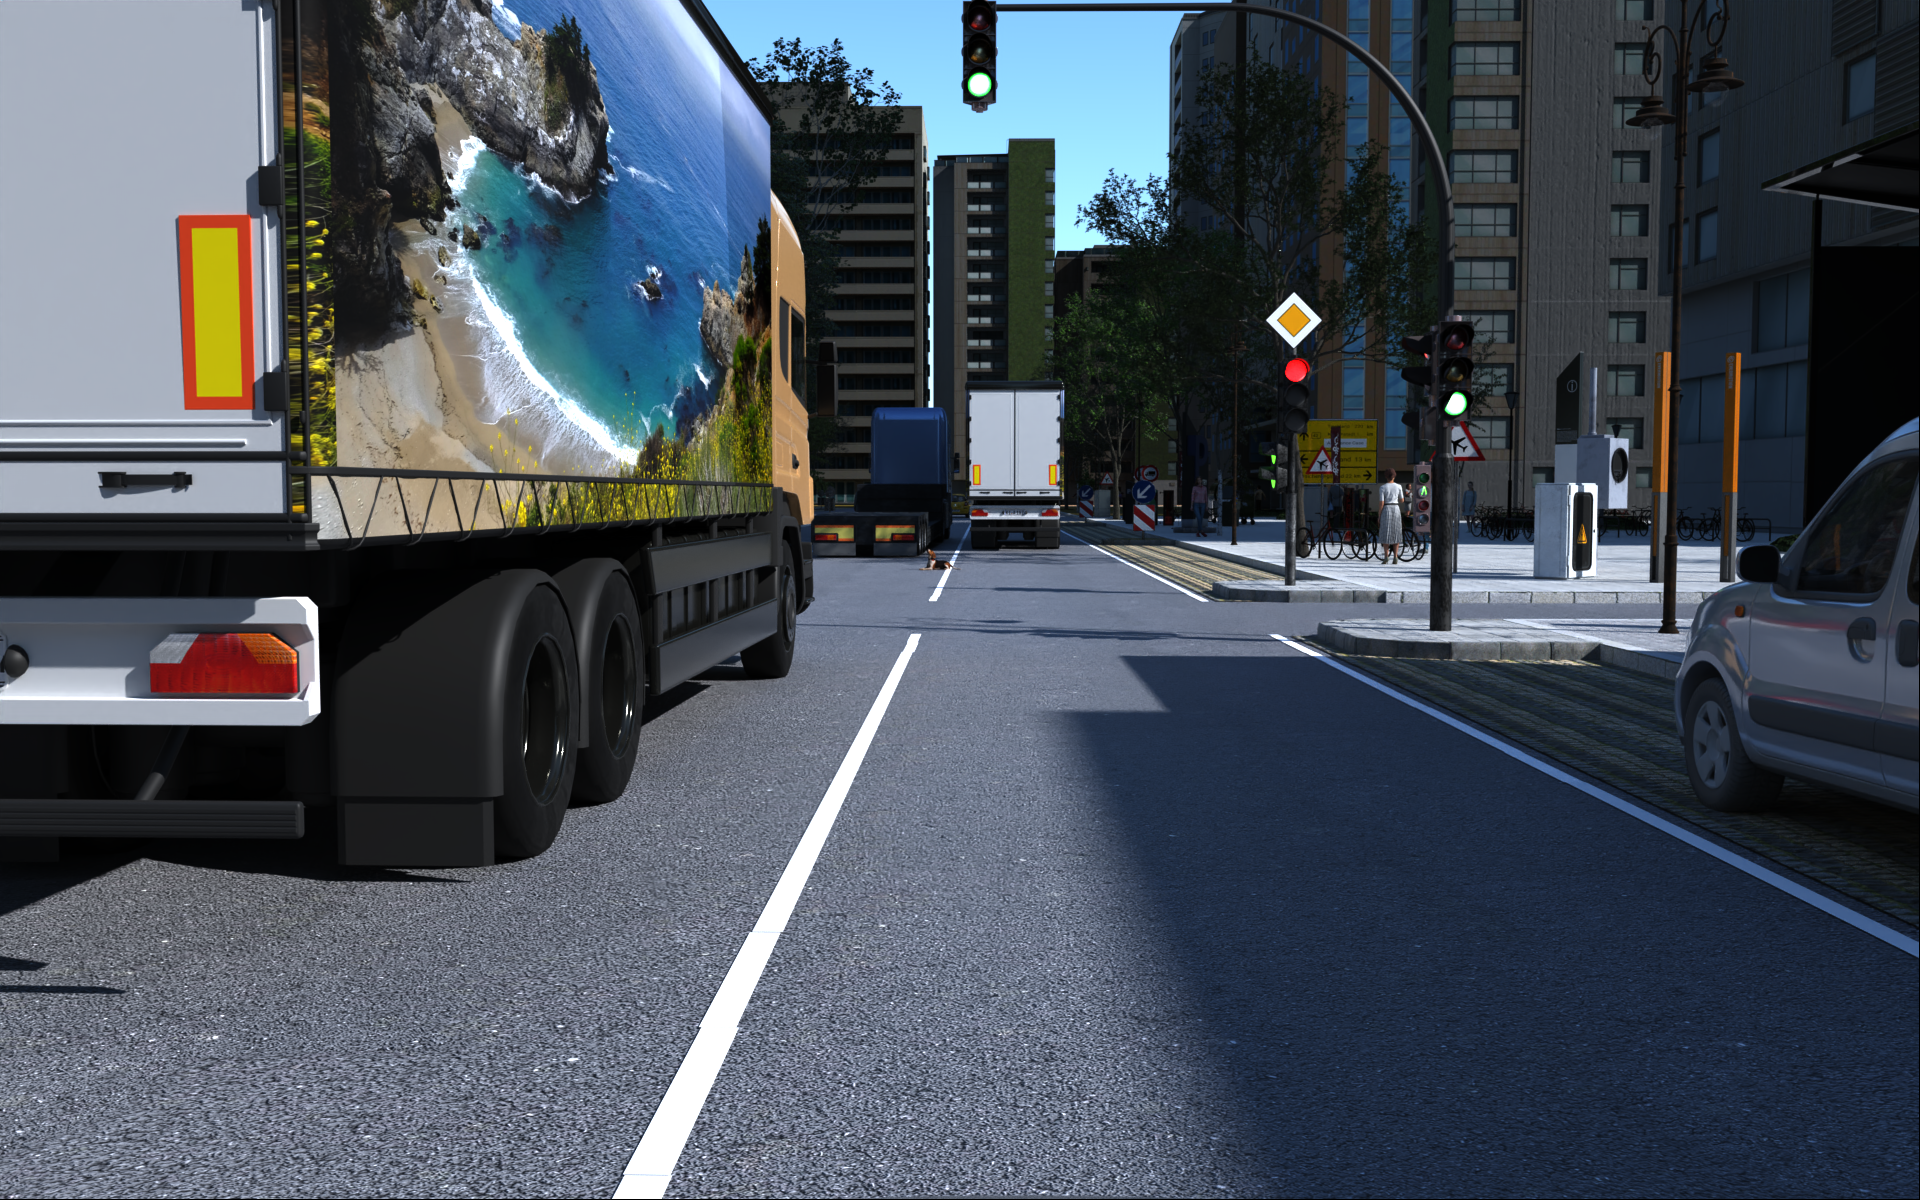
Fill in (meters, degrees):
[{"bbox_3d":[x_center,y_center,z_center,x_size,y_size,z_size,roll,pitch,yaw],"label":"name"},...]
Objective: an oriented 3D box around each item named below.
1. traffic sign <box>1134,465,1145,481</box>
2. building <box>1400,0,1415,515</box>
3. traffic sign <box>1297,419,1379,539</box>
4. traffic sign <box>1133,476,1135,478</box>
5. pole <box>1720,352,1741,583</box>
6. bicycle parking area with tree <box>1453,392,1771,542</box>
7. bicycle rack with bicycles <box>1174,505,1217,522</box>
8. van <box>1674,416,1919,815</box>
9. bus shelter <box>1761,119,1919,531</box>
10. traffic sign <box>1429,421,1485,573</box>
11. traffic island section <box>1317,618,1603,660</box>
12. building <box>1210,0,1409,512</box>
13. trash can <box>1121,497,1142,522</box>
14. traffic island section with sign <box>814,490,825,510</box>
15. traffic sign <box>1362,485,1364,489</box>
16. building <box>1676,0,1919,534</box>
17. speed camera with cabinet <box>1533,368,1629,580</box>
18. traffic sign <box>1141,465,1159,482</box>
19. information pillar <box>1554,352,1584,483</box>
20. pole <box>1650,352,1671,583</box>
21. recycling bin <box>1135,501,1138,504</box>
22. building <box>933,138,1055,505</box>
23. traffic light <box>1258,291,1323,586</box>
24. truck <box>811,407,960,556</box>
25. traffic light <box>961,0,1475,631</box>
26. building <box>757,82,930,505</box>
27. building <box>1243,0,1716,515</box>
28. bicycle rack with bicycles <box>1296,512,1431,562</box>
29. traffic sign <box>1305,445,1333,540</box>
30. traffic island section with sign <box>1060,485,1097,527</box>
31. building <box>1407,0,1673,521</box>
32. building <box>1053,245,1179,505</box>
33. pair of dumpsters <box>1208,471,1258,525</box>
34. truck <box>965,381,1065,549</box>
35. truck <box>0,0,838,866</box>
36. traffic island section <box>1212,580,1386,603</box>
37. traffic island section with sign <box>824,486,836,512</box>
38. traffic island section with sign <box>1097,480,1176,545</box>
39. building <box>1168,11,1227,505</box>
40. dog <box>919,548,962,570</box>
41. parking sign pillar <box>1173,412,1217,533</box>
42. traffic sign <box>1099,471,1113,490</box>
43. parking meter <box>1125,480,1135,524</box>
[{"bbox_3d":[8.103,-4.690,76.793,0.768,2.556,0.104,0,4,2],"label":"traffic sign"},{"bbox_3d":[28.791,-28.222,111.537,14.600,45.320,14.200,0,4,1],"label":"building"},{"bbox_3d":[10.148,-3.239,46.824,2.265,3.308,0.079,0,4,2],"label":"traffic sign"},{"bbox_3d":[9.701,-5.700,92.922,0.795,2.593,0.064,0,4,3],"label":"traffic sign"},{"bbox_3d":[11.166,-1.912,25.100,0.158,3.312,0.155,0,3,0],"label":"pole"},{"bbox_3d":[17.993,-3.796,49.074,8.231,4.147,9.016,0,4,1],"label":"bicycle parking area with tree"},{"bbox_3d":[11.088,-4.084,80.149,2.925,0.926,2.852,1,4,20],"label":"bicycle rack with bicycles"},{"bbox_3d":[4.182,0.031,6.502,2.013,2.044,4.112,0,4,1],"label":"van"},{"bbox_3d":[6.867,-1.151,10.097,1.731,3.624,6.357,0,4,1],"label":"bus shelter"},{"bbox_3d":[8.027,-1.713,28.011,0.884,2.594,0.081,0,4,7],"label":"traffic sign"},{"bbox_3d":[4.534,0.365,16.315,2.009,0.180,2.903,0,4,1],"label":"traffic island section"},{"bbox_3d":[30.176,-30.778,153.338,14.600,45.320,14.200,0,4,1],"label":"building"},{"bbox_3d":[7.893,-4.237,80.930,0.748,1.137,0.748,0,3,0],"label":"trash can"},{"bbox_3d":[-12.319,-8.898,154.116,1.989,1.847,2.006,0,4,1],"label":"traffic island section with sign"},{"bbox_3d":[11.326,-2.851,48.745,0.606,2.300,0.079,0,4,7],"label":"traffic sign"},{"bbox_3d":[38.761,-28.179,49.962,27.495,52.752,28.713,0,4,1],"label":"building"},{"bbox_3d":[9.563,-1.972,26.586,0.660,3.252,2.038,3,5,45],"label":"speed camera with cabinet"},{"bbox_3d":[8.269,-4.602,75.349,0.768,2.556,0.104,0,4,4],"label":"traffic sign"},{"bbox_3d":[10.130,-2.292,28.826,0.183,3.616,0.504,-2,4,-31],"label":"information pillar"},{"bbox_3d":[10.101,-1.904,24.976,0.158,3.312,0.155,0,3,0],"label":"pole"},{"bbox_3d":[9.051,-4.837,91.635,0.722,1.027,0.722,0,3,0],"label":"recycling bin"},{"bbox_3d":[3.881,-31.724,202.280,14.086,41.232,14.154,0,4,1],"label":"building"},{"bbox_3d":[4.614,-2.157,24.186,0.839,4.253,0.868,0,4,1],"label":"traffic light"},{"bbox_3d":[-1.793,-3.565,48.040,2.967,4.110,18.799,0,4,2],"label":"truck"},{"bbox_3d":[2.401,-2.534,16.091,4.771,5.953,1.251,0,4,1],"label":"traffic light"},{"bbox_3d":[-14.610,-35.702,207.435,21.600,48.544,21.300,0,4,1],"label":"building"},{"bbox_3d":[37.103,-33.208,132.197,28.713,52.752,27.495,0,4,1],"label":"building"},{"bbox_3d":[8.216,-1.249,33.811,2.852,0.926,2.925,-1,4,-17],"label":"bicycle rack with bicycles"},{"bbox_3d":[9.648,-2.823,46.165,0.884,2.594,0.081,0,4,8],"label":"traffic sign"},{"bbox_3d":[5.444,-4.172,76.841,1.989,1.847,2.006,0,4,1],"label":"traffic island section with sign"},{"bbox_3d":[30.501,-24.781,88.762,14.154,41.232,14.086,0,4,1],"label":"building"},{"bbox_3d":[17.996,-26.422,203.697,14.107,30.474,14.160,0,4,1],"label":"building"},{"bbox_3d":[11.652,-4.364,73.848,1.574,2.255,4.437,0,4,1],"label":"pair of dumpsters"},{"bbox_3d":[1.602,-3.646,48.525,2.839,4.237,11.283,0,4,3],"label":"truck"},{"bbox_3d":[-2.647,-1.298,10.144,2.839,4.237,11.283,0,4,3],"label":"truck"},{"bbox_3d":[4.654,-0.123,24.299,2.009,0.180,2.903,0,4,1],"label":"traffic island section"},{"bbox_3d":[-7.524,-5.575,99.289,2.006,1.907,1.989,0,4,1],"label":"traffic island section with sign"},{"bbox_3d":[5.034,-2.475,49.092,1.989,1.847,2.006,0,4,1],"label":"traffic island section with sign"},{"bbox_3d":[39.742,-40.594,205.715,28.212,58.520,21.231,0,4,1],"label":"building"},{"bbox_3d":[-0.371,-0.767,32.739,0.748,0.427,0.550,1,4,13],"label":"dog"},{"bbox_3d":[7.807,-4.219,57.448,1.447,3.967,1.447,2,4,30],"label":"parking sign pillar"},{"bbox_3d":[8.287,-5.964,97.522,0.884,2.594,0.081,0,4,6],"label":"traffic sign"},{"bbox_3d":[7.317,-4.192,74.247,0.399,1.863,0.255,3,4,37],"label":"parking meter"}]
